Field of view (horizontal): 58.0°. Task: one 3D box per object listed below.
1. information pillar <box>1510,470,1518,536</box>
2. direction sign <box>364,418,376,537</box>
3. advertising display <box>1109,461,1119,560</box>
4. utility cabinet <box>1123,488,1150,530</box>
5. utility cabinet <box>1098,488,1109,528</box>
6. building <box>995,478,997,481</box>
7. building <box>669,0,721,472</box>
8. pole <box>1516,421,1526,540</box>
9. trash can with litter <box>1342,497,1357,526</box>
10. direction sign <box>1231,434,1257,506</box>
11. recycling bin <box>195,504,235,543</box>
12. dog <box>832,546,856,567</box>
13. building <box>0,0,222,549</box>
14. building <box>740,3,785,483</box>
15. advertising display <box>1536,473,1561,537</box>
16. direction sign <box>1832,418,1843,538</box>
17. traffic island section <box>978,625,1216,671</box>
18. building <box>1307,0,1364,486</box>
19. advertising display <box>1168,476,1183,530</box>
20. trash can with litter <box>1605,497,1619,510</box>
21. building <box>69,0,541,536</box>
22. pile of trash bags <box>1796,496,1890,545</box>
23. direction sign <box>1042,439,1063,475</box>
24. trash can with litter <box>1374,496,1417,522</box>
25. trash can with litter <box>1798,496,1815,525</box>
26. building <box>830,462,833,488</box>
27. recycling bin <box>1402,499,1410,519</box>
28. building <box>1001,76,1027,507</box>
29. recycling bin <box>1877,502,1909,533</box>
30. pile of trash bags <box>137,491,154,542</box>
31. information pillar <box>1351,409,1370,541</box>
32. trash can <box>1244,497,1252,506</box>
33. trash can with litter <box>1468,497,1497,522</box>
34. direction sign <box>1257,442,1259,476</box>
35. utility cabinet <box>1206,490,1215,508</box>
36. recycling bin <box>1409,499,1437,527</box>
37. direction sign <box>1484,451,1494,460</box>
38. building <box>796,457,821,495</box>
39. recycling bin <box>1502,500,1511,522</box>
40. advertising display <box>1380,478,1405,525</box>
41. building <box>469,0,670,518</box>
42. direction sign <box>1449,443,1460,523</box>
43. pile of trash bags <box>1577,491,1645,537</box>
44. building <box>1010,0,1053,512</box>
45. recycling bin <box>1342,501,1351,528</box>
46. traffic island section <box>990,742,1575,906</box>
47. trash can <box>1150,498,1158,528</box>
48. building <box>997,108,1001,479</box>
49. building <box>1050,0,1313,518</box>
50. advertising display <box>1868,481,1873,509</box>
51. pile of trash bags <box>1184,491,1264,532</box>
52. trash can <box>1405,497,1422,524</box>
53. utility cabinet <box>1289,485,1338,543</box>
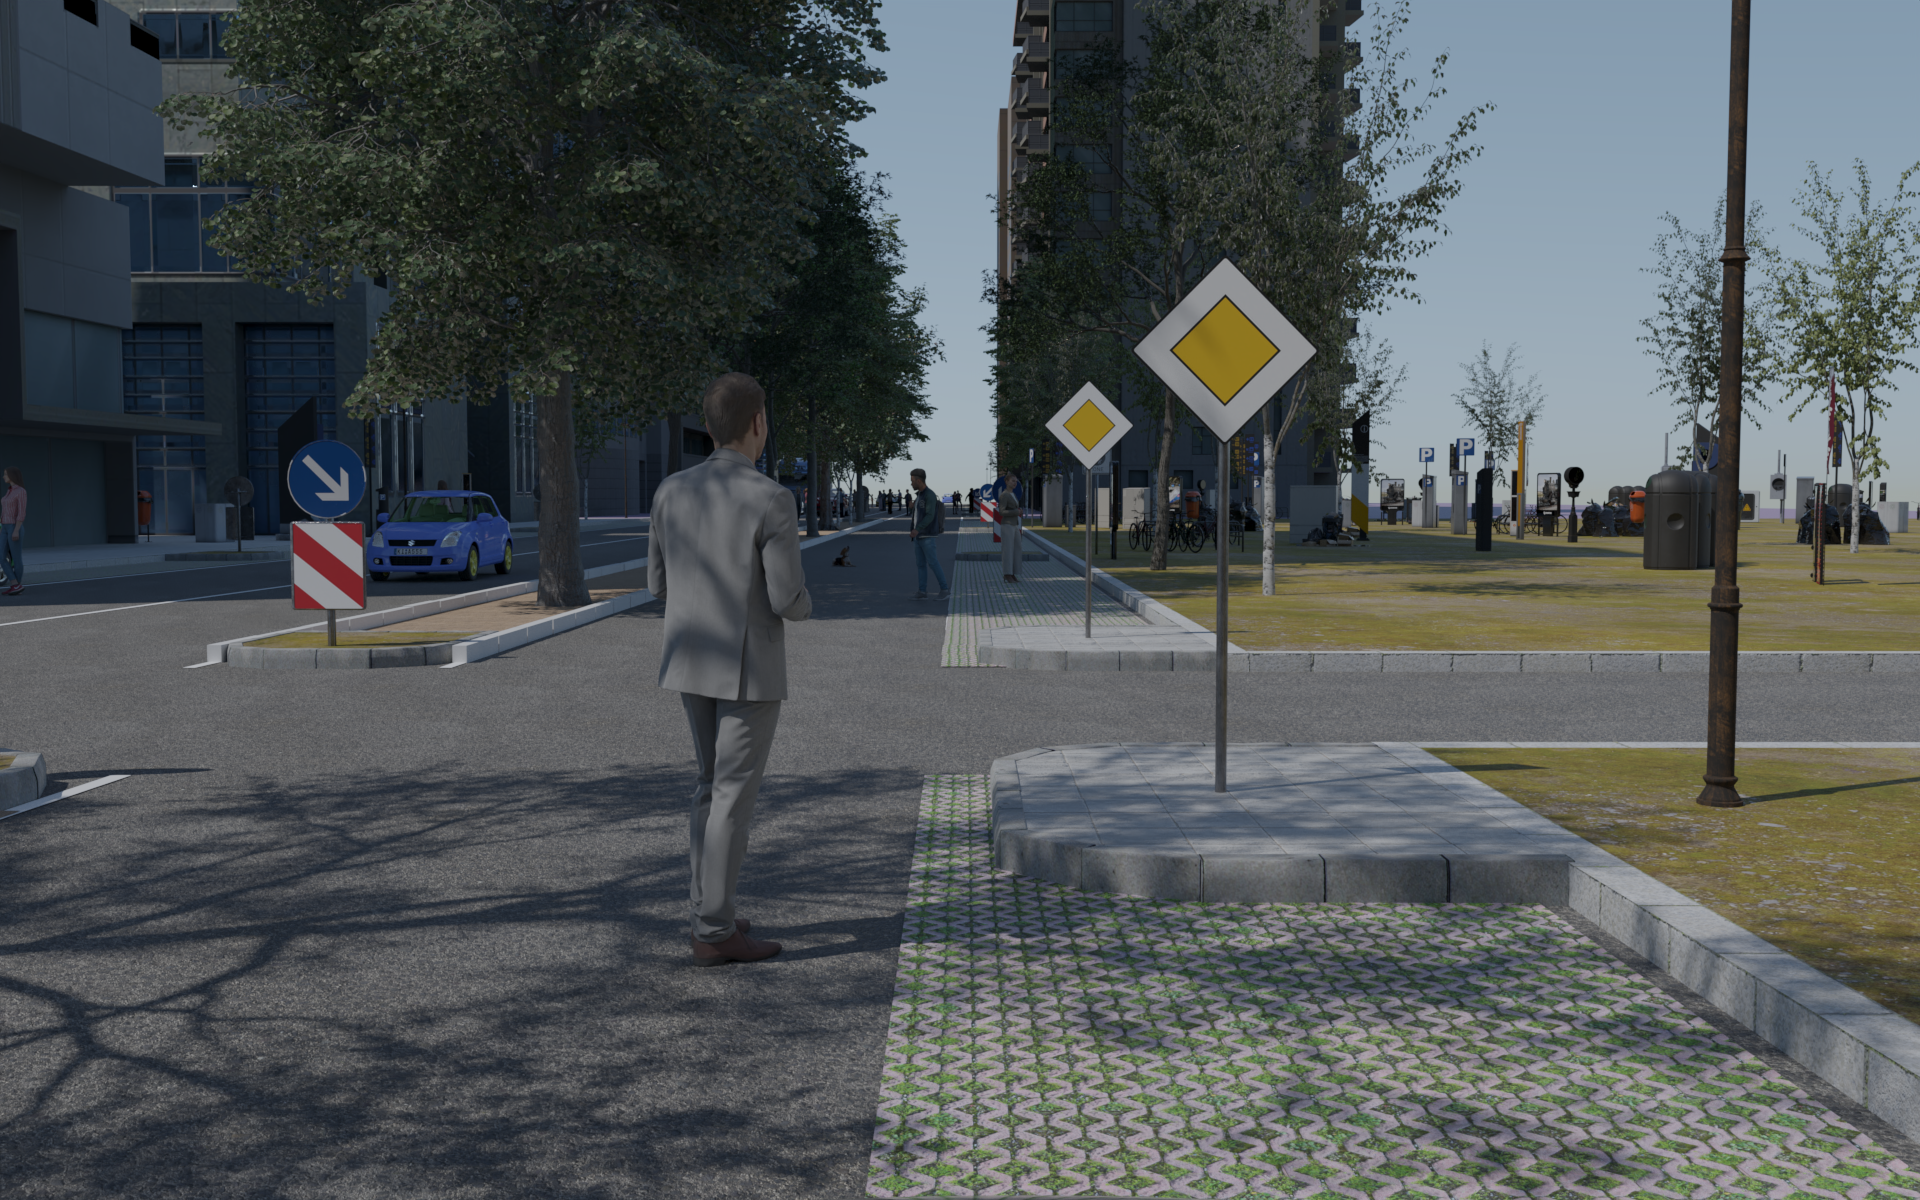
[{"bbox_3d":[16.875,-2.932,52.423,0.304,2.012,0.304,-3,5,-41],"label":"information pillar"},{"bbox_3d":[-17.446,-3.624,51.250,0.379,3.537,0.876,0,3,0],"label":"direction sign"},{"bbox_3d":[3.033,-1.772,34.181,0.123,1.923,0.974,0,4,1],"label":"advertising display"},{"bbox_3d":[6.304,-3.261,62.002,0.318,1.500,1.173,-2,4,-34],"label":"utility cabinet"},{"bbox_3d":[5.484,-3.441,64.933,0.318,1.500,1.173,-2,4,-24],"label":"utility cabinet"},{"bbox_3d":[16.533,-36.726,220.073,23.786,49.044,30.456,0,4,0],"label":"building"},{"bbox_3d":[-29.994,-30.946,129.672,21.300,48.544,21.600,0,4,0],"label":"building"},{"bbox_3d":[15.737,-3.347,48.563,0.158,3.312,0.155,0,3,0],"label":"pole"},{"bbox_3d":[15.155,-3.610,70.084,2.233,1.210,1.678,0,4,7],"label":"trash can with litter"},{"bbox_3d":[10.670,-4.494,65.467,0.876,3.537,0.379,0,4,5],"label":"direction sign"},{"bbox_3d":[-19.841,-2.053,46.117,0.722,1.027,0.722,1,4,19],"label":"recycling bin"},{"bbox_3d":[-2.286,-0.871,34.434,0.550,0.427,0.748,0,4,6],"label":"dog"},{"bbox_3d":[-32.449,-26.939,29.697,28.713,52.752,27.495,0,4,0],"label":"building"},{"bbox_3d":[-29.462,-53.584,188.764,22.319,86.520,31.000,0,4,0],"label":"building"},{"bbox_3d":[17.768,-2.879,52.285,0.123,1.923,0.974,-1,4,-20],"label":"advertising display"},{"bbox_3d":[25.473,-3.568,50.334,0.379,3.537,0.876,1,4,12],"label":"direction sign"},{"bbox_3d":[1.163,0.417,15.457,2.009,0.180,2.903,0,4,0],"label":"traffic island section"},{"bbox_3d":[15.478,-28.564,121.640,22.147,44.769,28.867,0,4,0],"label":"building"},{"bbox_3d":[7.563,-3.462,61.819,0.123,1.923,0.974,-3,4,-36],"label":"advertising display"},{"bbox_3d":[23.752,-3.205,63.791,1.055,1.170,0.624,2,4,35],"label":"trash can with litter"},{"bbox_3d":[-29.138,-46.065,65.836,22.319,86.520,31.000,0,4,0],"label":"building"},{"bbox_3d":[23.364,-2.119,44.394,3.447,1.369,1.912,2,4,25],"label":"pile of trash bags"},{"bbox_3d":[3.810,-4.856,71.396,0.876,3.537,0.379,0,4,-4],"label":"direction sign"},{"bbox_3d":[20.729,-4.409,83.143,1.678,1.210,2.233,3,4,39],"label":"trash can with litter"},{"bbox_3d":[35.520,-3.700,71.556,2.233,1.210,1.678,-2,4,-27],"label":"trash can with litter"},{"bbox_3d":[-25.452,-34.158,242.073,14.154,41.232,14.086,0,4,0],"label":"building"},{"bbox_3d":[23.274,-4.692,89.261,0.722,1.027,0.722,-1,4,-18],"label":"recycling bin"},{"bbox_3d":[12.083,-32.578,182.768,14.600,45.320,14.200,0,4,0],"label":"building"},{"bbox_3d":[30.965,-2.749,57.502,0.722,1.027,0.722,-2,4,-35],"label":"recycling bin"},{"bbox_3d":[-23.086,-2.239,46.358,3.447,1.369,1.912,1,4,15],"label":"pile of trash bags"},{"bbox_3d":[11.006,-3.438,47.560,0.504,3.616,0.183,0,4,5],"label":"information pillar"},{"bbox_3d":[13.616,-4.225,80.739,0.748,1.137,0.748,0,3,0],"label":"trash can"},{"bbox_3d":[23.692,-4.166,79.165,2.233,1.210,1.678,-1,4,-9],"label":"trash can with litter"},{"bbox_3d":[12.483,-5.077,75.000,0.876,3.537,0.379,1,4,13],"label":"direction sign"},{"bbox_3d":[13.037,-4.878,88.429,1.173,1.500,0.318,-3,5,-39],"label":"utility cabinet"},{"bbox_3d":[18.240,-3.394,68.042,0.722,1.027,0.722,3,5,41],"label":"recycling bin"},{"bbox_3d":[27.637,-6.029,90.578,0.876,3.537,0.379,-3,5,-43],"label":"direction sign"},{"bbox_3d":[-32.121,-23.009,221.240,27.650,21.520,28.899,0,4,0],"label":"building"},{"bbox_3d":[22.893,-3.630,71.903,0.722,1.027,0.722,1,4,20],"label":"recycling bin"},{"bbox_3d":[17.878,-4.062,71.635,0.974,1.923,0.123,0,4,7],"label":"advertising display"},{"bbox_3d":[-30.422,-34.372,103.976,21.231,58.520,28.212,0,4,0],"label":"building"},{"bbox_3d":[22.137,-5.234,77.580,0.379,3.537,0.876,3,5,44],"label":"direction sign"},{"bbox_3d":[19.840,-2.577,51.879,1.912,1.369,3.447,0,4,2],"label":"pile of trash bags"},{"bbox_3d":[15.628,-30.326,150.453,22.147,44.769,28.867,0,4,0],"label":"building"},{"bbox_3d":[14.587,-3.311,66.685,0.722,1.027,0.722,-1,4,-18],"label":"recycling bin"},{"bbox_3d":[1.143,0.906,7.472,2.009,0.180,2.903,0,4,0],"label":"traffic island section"},{"bbox_3d":[7.257,-3.248,64.755,0.748,1.137,0.748,0,3,0],"label":"trash can"},{"bbox_3d":[11.234,-33.462,197.209,14.600,45.320,14.200,0,4,0],"label":"building"},{"bbox_3d":[12.138,-20.113,100.556,14.160,30.474,14.107,0,4,0],"label":"building"},{"bbox_3d":[44.671,-4.879,84.978,0.123,1.923,0.974,2,4,31],"label":"advertising display"},{"bbox_3d":[8.791,-3.017,59.084,1.912,1.369,3.447,3,5,43],"label":"pile of trash bags"},{"bbox_3d":[19.394,-3.814,74.005,0.748,1.137,0.748,0,3,0],"label":"trash can"},{"bbox_3d":[9.044,-2.177,44.265,1.173,1.500,0.318,1,4,23],"label":"utility cabinet"}]
